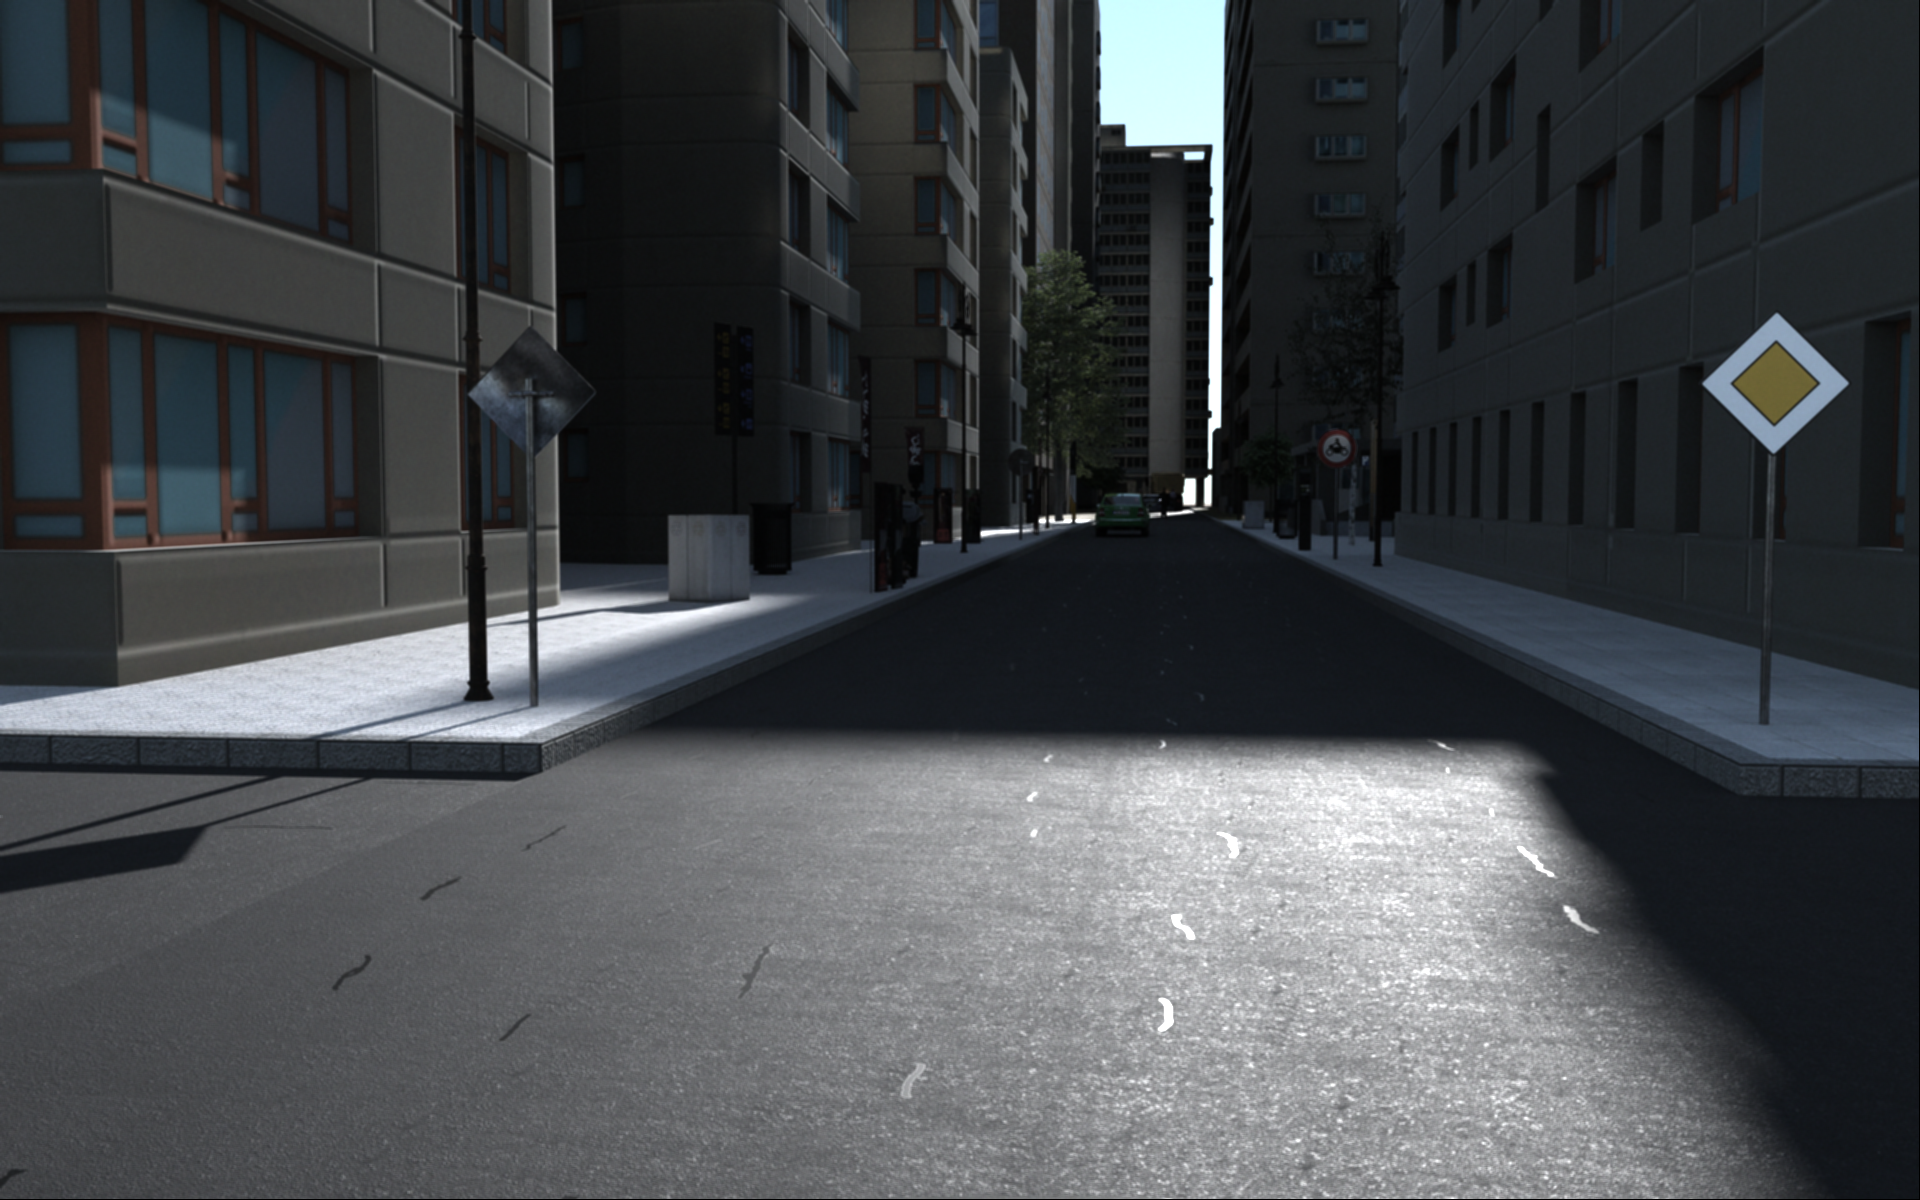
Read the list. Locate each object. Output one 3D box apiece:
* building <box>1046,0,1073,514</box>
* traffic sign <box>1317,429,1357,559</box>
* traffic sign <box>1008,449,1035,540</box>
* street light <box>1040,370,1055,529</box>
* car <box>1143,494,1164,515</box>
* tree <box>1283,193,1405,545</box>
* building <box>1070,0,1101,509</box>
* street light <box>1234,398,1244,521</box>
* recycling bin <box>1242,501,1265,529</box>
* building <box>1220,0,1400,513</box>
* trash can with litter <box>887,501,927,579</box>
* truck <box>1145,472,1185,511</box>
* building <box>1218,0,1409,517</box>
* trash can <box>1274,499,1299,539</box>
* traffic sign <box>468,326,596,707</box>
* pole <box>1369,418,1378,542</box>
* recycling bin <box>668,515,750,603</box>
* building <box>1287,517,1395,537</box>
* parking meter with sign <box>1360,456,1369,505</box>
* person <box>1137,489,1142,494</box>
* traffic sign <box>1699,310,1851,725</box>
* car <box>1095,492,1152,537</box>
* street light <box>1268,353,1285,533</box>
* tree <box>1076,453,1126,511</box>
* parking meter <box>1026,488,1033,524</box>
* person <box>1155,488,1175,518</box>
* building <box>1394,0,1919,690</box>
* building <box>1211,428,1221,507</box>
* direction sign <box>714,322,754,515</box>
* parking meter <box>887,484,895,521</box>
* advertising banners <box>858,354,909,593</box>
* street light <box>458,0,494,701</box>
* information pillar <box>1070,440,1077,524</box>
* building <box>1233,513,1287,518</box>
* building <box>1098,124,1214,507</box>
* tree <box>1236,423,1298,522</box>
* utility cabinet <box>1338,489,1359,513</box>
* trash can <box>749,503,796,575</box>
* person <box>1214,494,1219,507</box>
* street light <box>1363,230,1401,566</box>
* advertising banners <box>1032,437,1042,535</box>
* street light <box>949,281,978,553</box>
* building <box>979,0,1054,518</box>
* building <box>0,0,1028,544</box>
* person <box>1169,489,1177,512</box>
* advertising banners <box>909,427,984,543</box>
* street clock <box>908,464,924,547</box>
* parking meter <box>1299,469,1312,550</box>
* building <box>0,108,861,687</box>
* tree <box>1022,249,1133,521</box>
[{"bbox_3d":[-0.480,-25.876,106.665,14.154,41.232,14.086,0,4,7],"label":"building"},{"bbox_3d":[7.379,-2.071,33.967,0.768,2.556,0.104,1,4,8],"label":"traffic sign"},{"bbox_3d":[1.705,-2.963,48.543,0.768,2.556,0.104,1,4,16],"label":"traffic sign"},{"bbox_3d":[3.256,-5.598,64.309,0.468,5.910,1.993,0,4,7],"label":"street light"},{"bbox_3d":[13.064,-6.456,117.561,2.014,1.417,4.499,0,4,8],"label":"car"},{"bbox_3d":[9.883,-5.689,43.376,4.360,8.622,3.978,0,3,0],"label":"tree"},{"bbox_3d":[1.166,-32.190,150.002,21.600,48.544,21.300,0,4,7],"label":"building"},{"bbox_3d":[13.507,-6.789,83.795,0.468,5.910,1.993,0,4,7],"label":"street light"},{"bbox_3d":[10.838,-3.145,63.983,0.722,1.027,0.722,0,4,1],"label":"recycling bin"},{"bbox_3d":[33.258,-31.947,146.033,21.300,48.544,21.600,0,4,7],"label":"building"},{"bbox_3d":[-0.836,-0.918,26.390,0.624,1.170,1.055,0,4,2],"label":"trash can with litter"},{"bbox_3d":[17.783,-9.370,149.130,3.469,3.379,9.791,0,4,5],"label":"truck"},{"bbox_3d":[35.064,-26.379,123.176,32.217,40.220,23.993,0,4,7],"label":"building"},{"bbox_3d":[9.386,-2.326,49.681,0.748,1.137,0.748,0,3,0],"label":"trash can"},{"bbox_3d":[-2.571,-0.414,10.408,0.795,2.450,0.064,0,4,7],"label":"traffic sign"},{"bbox_3d":[11.187,-3.239,46.797,0.158,3.312,0.155,0,3,0],"label":"pole"},{"bbox_3d":[-3.028,-0.510,20.895,0.722,1.027,0.722,3,4,36],"label":"recycling bin"},{"bbox_3d":[27.861,-22.334,57.036,32.217,40.220,23.993,0,4,7],"label":"building"},{"bbox_3d":[17.785,-4.710,73.267,0.543,3.016,1.738,-3,5,-42],"label":"parking meter with sign"},{"bbox_3d":[10.819,-5.812,104.472,0.756,1.711,0.436,-2,4,-28],"label":"person"},{"bbox_3d":[4.474,-0.363,9.579,0.795,2.450,0.064,0,4,7],"label":"traffic sign"},{"bbox_3d":[5.632,-3.110,59.648,1.959,1.807,4.718,0,4,7],"label":"car"},{"bbox_3d":[10.405,-5.151,57.003,0.468,5.910,1.993,0,4,7],"label":"street light"},{"bbox_3d":[11.192,-9.192,134.010,4.285,4.588,4.351,0,3,0],"label":"tree"},{"bbox_3d":[3.066,-4.106,75.547,0.372,1.533,0.369,0,3,0],"label":"parking meter"},{"bbox_3d":[12.297,-5.852,104.209,1.348,1.821,0.705,-1,4,-20],"label":"person"},{"bbox_3d":[21.981,-10.744,20.702,28.899,21.520,27.650,0,4,7],"label":"building"},{"bbox_3d":[41.499,-52.742,174.999,31.000,86.520,22.319,0,4,7],"label":"building"},{"bbox_3d":[-3.022,-1.911,23.243,0.379,3.537,0.876,2,4,27],"label":"direction sign"},{"bbox_3d":[-1.712,-2.062,42.128,0.372,1.533,0.369,0,3,0],"label":"parking meter"},{"bbox_3d":[-1.030,-1.627,22.787,0.090,3.025,2.074,1,4,14],"label":"advertising banners"},{"bbox_3d":[-3.003,-2.315,10.630,0.468,5.910,1.993,0,4,7],"label":"street light"},{"bbox_3d":[4.921,-5.138,75.363,0.183,3.616,0.504,-1,4,-19],"label":"information pillar"},{"bbox_3d":[27.282,-29.170,100.635,21.300,48.544,21.600,0,4,7],"label":"building"},{"bbox_3d":[14.779,-30.143,184.722,23.993,40.220,32.217,0,4,7],"label":"building"},{"bbox_3d":[14.098,-5.823,78.923,4.285,4.588,4.351,0,3,0],"label":"tree"},{"bbox_3d":[16.223,-3.937,73.057,1.173,1.500,0.318,-1,4,-15],"label":"utility cabinet"},{"bbox_3d":[-2.998,-0.979,27.666,0.748,1.137,0.748,0,3,0],"label":"trash can"},{"bbox_3d":[24.582,-9.362,164.834,1.065,1.426,0.557,-2,4,-29],"label":"person"},{"bbox_3d":[7.420,-3.536,30.604,0.468,5.910,1.993,0,4,7],"label":"street light"},{"bbox_3d":[2.422,-3.558,54.362,0.090,3.025,2.074,0,4,-3],"label":"advertising banners"},{"bbox_3d":[0.086,-3.974,37.762,0.468,5.910,1.993,0,4,7],"label":"street light"},{"bbox_3d":[-2.303,-27.060,92.541,14.600,45.320,14.200,0,4,7],"label":"building"},{"bbox_3d":[-12.437,-13.345,63.231,27.650,21.520,28.899,0,4,7],"label":"building"},{"bbox_3d":[16.988,-7.913,137.745,0.709,1.838,0.599,2,4,32],"label":"person"},{"bbox_3d":[-0.412,-2.981,44.922,2.074,3.025,0.090,0,4,1],"label":"advertising banners"},{"bbox_3d":[-1.076,-2.303,42.224,0.358,2.002,0.471,1,4,21],"label":"street clock"},{"bbox_3d":[7.872,-2.065,39.479,0.255,1.863,0.399,1,4,16],"label":"parking meter"},{"bbox_3d":[-17.680,-11.114,26.761,27.650,21.520,28.899,0,4,7],"label":"building"},{"bbox_3d":[4.239,-9.969,81.115,7.486,12.596,7.792,0,3,0],"label":"tree"}]
